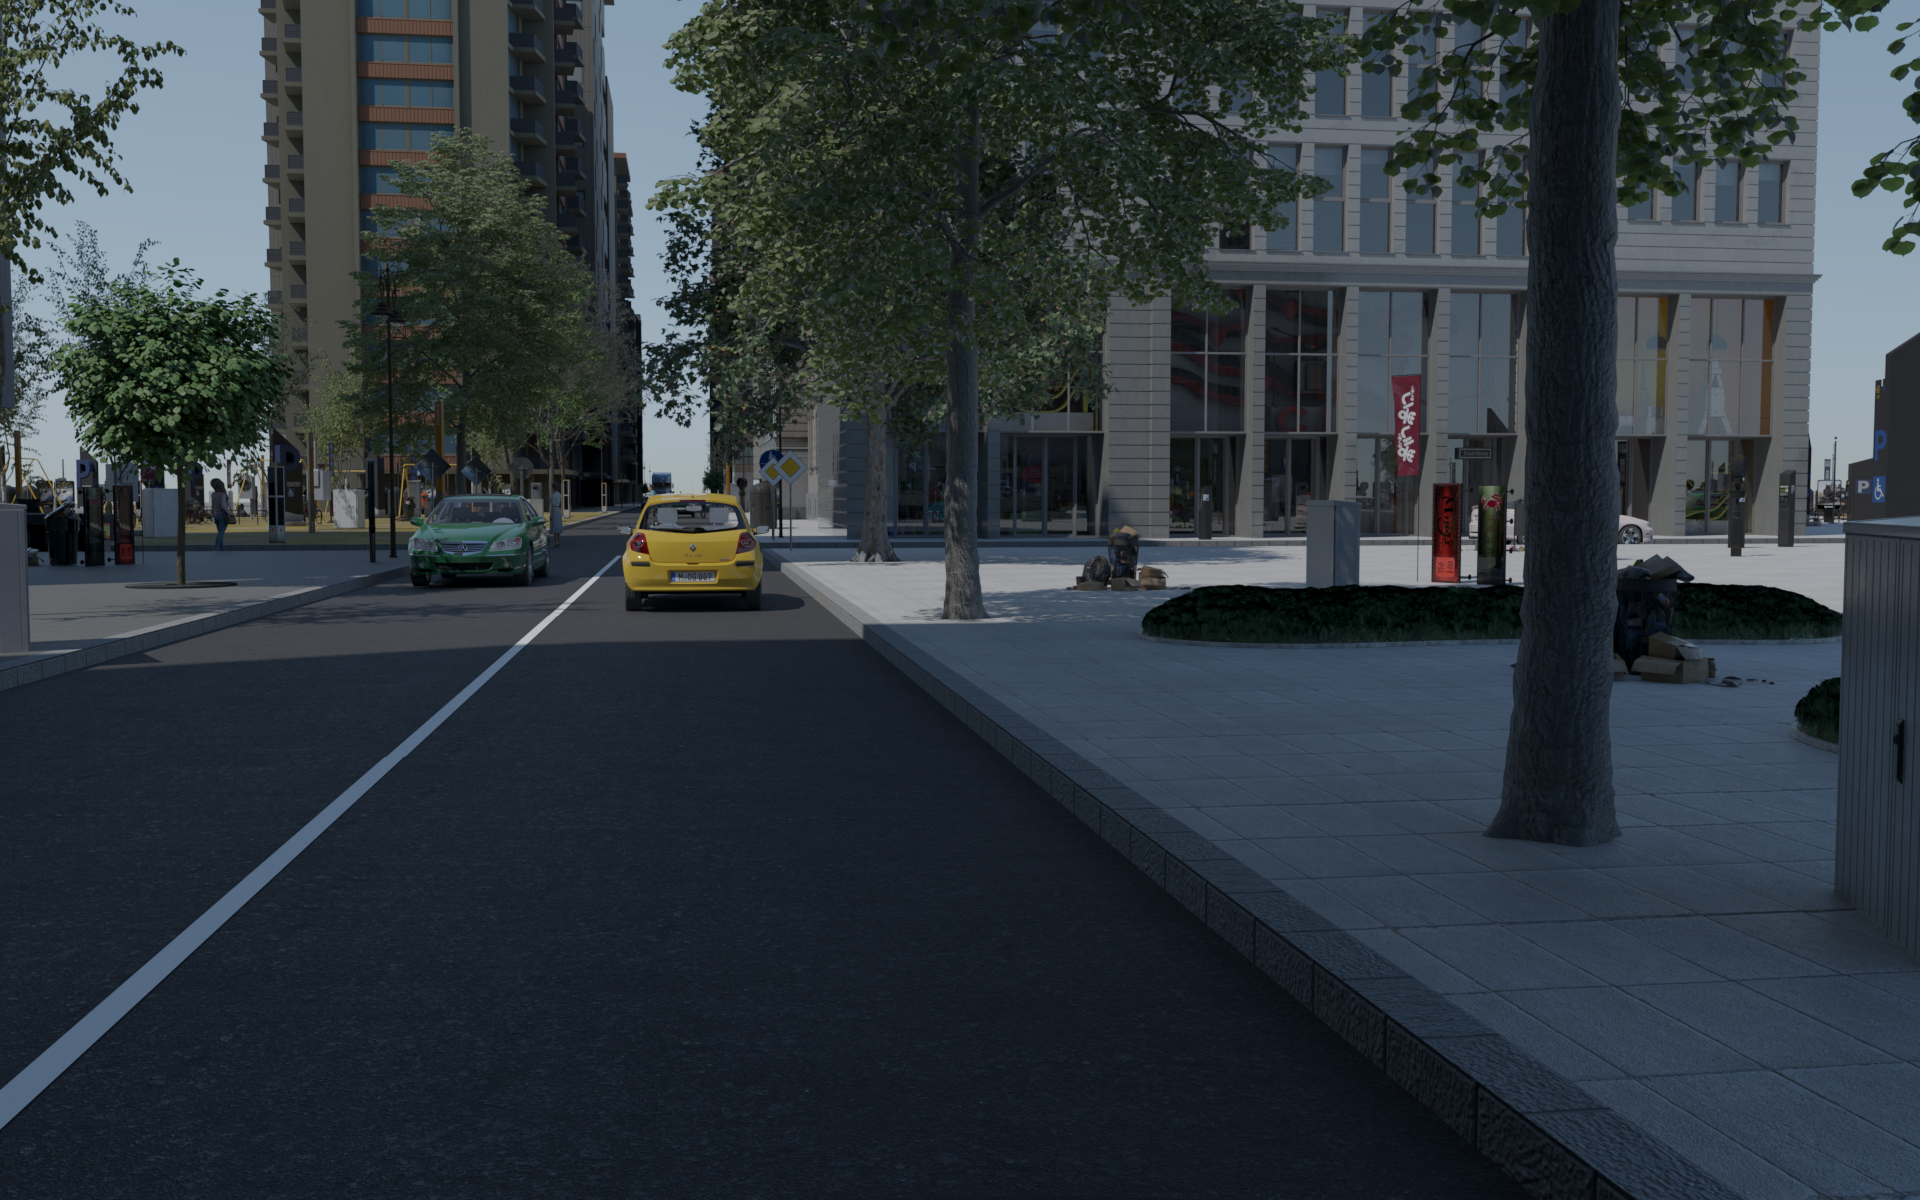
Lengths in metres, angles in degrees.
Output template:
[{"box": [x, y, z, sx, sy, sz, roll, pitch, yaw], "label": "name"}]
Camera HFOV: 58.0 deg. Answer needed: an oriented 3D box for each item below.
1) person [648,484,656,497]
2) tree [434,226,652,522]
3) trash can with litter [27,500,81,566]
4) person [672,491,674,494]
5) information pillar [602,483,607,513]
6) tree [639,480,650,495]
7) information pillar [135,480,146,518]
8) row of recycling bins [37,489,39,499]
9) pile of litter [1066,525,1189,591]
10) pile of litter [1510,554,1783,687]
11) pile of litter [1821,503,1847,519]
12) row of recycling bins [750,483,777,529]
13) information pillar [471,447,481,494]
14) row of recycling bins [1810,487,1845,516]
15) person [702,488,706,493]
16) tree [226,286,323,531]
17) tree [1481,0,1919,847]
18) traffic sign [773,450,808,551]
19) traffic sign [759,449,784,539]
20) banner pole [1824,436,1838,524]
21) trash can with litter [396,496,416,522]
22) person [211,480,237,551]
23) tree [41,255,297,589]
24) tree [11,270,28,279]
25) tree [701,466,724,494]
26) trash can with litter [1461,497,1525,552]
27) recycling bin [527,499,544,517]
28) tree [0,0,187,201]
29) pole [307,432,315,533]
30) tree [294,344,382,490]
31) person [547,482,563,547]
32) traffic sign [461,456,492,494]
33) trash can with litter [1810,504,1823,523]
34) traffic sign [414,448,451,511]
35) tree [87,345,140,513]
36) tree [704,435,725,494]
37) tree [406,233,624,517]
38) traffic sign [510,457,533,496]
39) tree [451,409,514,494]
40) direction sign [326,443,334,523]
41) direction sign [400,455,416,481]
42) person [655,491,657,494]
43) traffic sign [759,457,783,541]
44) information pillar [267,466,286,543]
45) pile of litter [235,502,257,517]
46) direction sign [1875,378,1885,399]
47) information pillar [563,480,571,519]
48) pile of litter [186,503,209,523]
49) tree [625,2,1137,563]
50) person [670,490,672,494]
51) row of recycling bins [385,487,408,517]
[{"box": [-12.174, -3.704, 69.086, 0.620, 1.820, 0.660, 0, 4, -7], "label": "person"}, {"box": [-18.981, -10.366, 79.859, 12.009, 13.543, 11.850, 0, 3, 0], "label": "tree"}, {"box": [-16.392, -1.206, 31.111, 1.055, 1.170, 0.624, -2, 4, -30], "label": "trash can with litter"}, {"box": [-30.097, -10.623, 182.634, 0.568, 1.767, 0.683, 1, 4, 17], "label": "person"}, {"box": [-23.757, -6.804, 115.732, 0.304, 2.012, 0.304, 0, 4, 0], "label": "information pillar"}, {"box": [-44.623, -15.375, 245.980, 1.663, 3.219, 1.824, 0, 3, 0], "label": "tree"}, {"box": [-43.604, -5.350, 91.959, 0.304, 2.012, 0.304, -1, 4, -12], "label": "information pillar"}, {"box": [-53.524, -5.586, 98.442, 1.069, 1.692, 3.534, 0, 4, 0], "label": "row of recycling bins"}, {"box": [2.299, -0.572, 23.310, 1.719, 0.858, 1.176, 0, 4, 6], "label": "pile of litter"}, {"box": [4.749, 0.112, 12.136, 1.176, 0.858, 1.719, -2, 4, -33], "label": "pile of litter"}, {"box": [44.637, -4.519, 87.848, 1.176, 0.858, 1.719, -3, 4, -36], "label": "pile of litter"}, {"box": [-7.342, -3.523, 64.714, 1.069, 1.692, 3.534, 0, 4, -5], "label": "row of recycling bins"}, {"box": [-24.154, -5.816, 86.443, 0.504, 3.616, 0.183, -3, 5, -42], "label": "information pillar"}, {"box": [50.594, -5.715, 100.553, 3.534, 1.692, 1.069, 1, 4, 16], "label": "row of recycling bins"}, {"box": [-14.974, -5.632, 100.770, 0.473, 1.802, 0.592, 2, 4, 34], "label": "person"}, {"box": [-24.444, -6.738, 60.534, 4.360, 8.622, 3.978, 0, 3, 0], "label": "tree"}, {"box": [2.178, -5.410, 6.586, 7.486, 12.596, 7.792, 0, 3, 0], "label": "tree"}, {"box": [-3.844, -2.181, 39.295, 0.795, 2.450, 0.064, -1, 4, -9], "label": "traffic sign"}, {"box": [-5.354, -3.025, 49.557, 0.768, 2.556, 0.104, 0, 4, -1], "label": "traffic sign"}, {"box": [38.084, -5.228, 75.493, 0.401, 3.779, 0.863, 1, 4, 19], "label": "banner pole"}, {"box": [-25.943, -4.253, 80.916, 1.055, 1.170, 0.624, 2, 4, 27], "label": "trash can with litter"}, {"box": [-16.936, -1.868, 39.636, 0.593, 1.750, 0.643, 2, 4, 29], "label": "person"}, {"box": [-10.858, -2.457, 23.887, 4.285, 4.588, 4.351, 0, 3, 0], "label": "tree"}, {"box": [-28.128, -6.060, 49.441, 4.360, 8.622, 3.978, 0, 3, 0], "label": "tree"}, {"box": [-29.035, -13.514, 204.675, 4.285, 4.588, 4.351, 0, 3, 0], "label": "tree"}, {"box": [12.344, -1.713, 39.064, 2.233, 1.210, 1.678, 0, 4, 8], "label": "trash can with litter"}, {"box": [-20.887, -4.443, 85.193, 0.722, 1.027, 0.722, -1, 4, -20], "label": "recycling bin"}, {"box": [-10.340, -4.129, 17.875, 4.737, 8.622, 4.395, 0, 3, 0], "label": "tree"}, {"box": [-21.506, -3.886, 57.374, 0.158, 3.312, 0.155, 0, 3, 0], "label": "pole"}, {"box": [-29.571, -8.138, 83.424, 4.737, 8.622, 4.395, 0, 3, 0], "label": "tree"}, {"box": [-10.945, -2.294, 46.573, 0.524, 1.755, 0.480, 1, 4, 12], "label": "person"}, {"box": [-12.835, -2.590, 45.993, 0.795, 2.450, 0.064, -1, 4, -9], "label": "traffic sign"}, {"box": [35.876, -3.777, 73.137, 1.055, 1.170, 0.624, 2, 4, 30], "label": "trash can with litter"}, {"box": [-11.597, -2.108, 38.104, 0.795, 2.450, 0.064, -1, 4, -9], "label": "traffic sign"}, {"box": [-38.705, -7.898, 79.498, 4.360, 8.622, 3.978, 0, 3, 0], "label": "tree"}, {"box": [-29.642, -16.083, 213.317, 4.360, 8.622, 3.978, 0, 3, 0], "label": "tree"}, {"box": [-17.856, -8.736, 68.594, 9.928, 11.665, 9.643, 0, 3, 0], "label": "tree"}, {"box": [-15.051, -3.635, 59.534, 0.768, 2.556, 0.104, 0, 4, -8], "label": "traffic sign"}, {"box": [-30.855, -9.952, 113.081, 4.737, 8.622, 4.395, 0, 3, 0], "label": "tree"}, {"box": [-27.829, -5.172, 76.552, 0.379, 3.537, 0.876, -3, 4, -38], "label": "direction sign"}, {"box": [-32.208, -6.676, 101.148, 0.876, 3.537, 0.379, -1, 4, -11], "label": "direction sign"}, {"box": [-30.304, -9.972, 172.479, 0.756, 1.711, 0.436, 2, 4, 25], "label": "person"}, {"box": [-5.082, -2.663, 47.184, 0.795, 2.450, 0.064, -1, 4, -9], "label": "traffic sign"}, {"box": [-17.950, -2.507, 45.481, 0.304, 2.012, 0.304, 2, 4, 24], "label": "information pillar"}, {"box": [-39.777, -5.030, 96.205, 1.176, 0.858, 1.719, -3, 5, -39], "label": "pile of litter"}, {"box": [18.141, -2.579, 34.170, 0.379, 3.537, 0.876, 1, 4, 14], "label": "direction sign"}, {"box": [-20.386, -5.218, 89.802, 0.304, 2.012, 0.304, 0, 4, 3], "label": "information pillar"}, {"box": [-34.457, -3.890, 77.565, 1.176, 0.858, 1.719, 0, 4, -2], "label": "pile of litter"}, {"box": [-1.496, -7.071, 32.612, 9.611, 12.733, 9.660, 0, 3, 0], "label": "tree"}, {"box": [-24.405, -8.391, 146.217, 0.617, 1.759, 0.750, 0, 4, -6], "label": "person"}, {"box": [-32.462, -5.601, 98.682, 3.534, 1.692, 1.069, 1, 4, 17], "label": "row of recycling bins"}]
